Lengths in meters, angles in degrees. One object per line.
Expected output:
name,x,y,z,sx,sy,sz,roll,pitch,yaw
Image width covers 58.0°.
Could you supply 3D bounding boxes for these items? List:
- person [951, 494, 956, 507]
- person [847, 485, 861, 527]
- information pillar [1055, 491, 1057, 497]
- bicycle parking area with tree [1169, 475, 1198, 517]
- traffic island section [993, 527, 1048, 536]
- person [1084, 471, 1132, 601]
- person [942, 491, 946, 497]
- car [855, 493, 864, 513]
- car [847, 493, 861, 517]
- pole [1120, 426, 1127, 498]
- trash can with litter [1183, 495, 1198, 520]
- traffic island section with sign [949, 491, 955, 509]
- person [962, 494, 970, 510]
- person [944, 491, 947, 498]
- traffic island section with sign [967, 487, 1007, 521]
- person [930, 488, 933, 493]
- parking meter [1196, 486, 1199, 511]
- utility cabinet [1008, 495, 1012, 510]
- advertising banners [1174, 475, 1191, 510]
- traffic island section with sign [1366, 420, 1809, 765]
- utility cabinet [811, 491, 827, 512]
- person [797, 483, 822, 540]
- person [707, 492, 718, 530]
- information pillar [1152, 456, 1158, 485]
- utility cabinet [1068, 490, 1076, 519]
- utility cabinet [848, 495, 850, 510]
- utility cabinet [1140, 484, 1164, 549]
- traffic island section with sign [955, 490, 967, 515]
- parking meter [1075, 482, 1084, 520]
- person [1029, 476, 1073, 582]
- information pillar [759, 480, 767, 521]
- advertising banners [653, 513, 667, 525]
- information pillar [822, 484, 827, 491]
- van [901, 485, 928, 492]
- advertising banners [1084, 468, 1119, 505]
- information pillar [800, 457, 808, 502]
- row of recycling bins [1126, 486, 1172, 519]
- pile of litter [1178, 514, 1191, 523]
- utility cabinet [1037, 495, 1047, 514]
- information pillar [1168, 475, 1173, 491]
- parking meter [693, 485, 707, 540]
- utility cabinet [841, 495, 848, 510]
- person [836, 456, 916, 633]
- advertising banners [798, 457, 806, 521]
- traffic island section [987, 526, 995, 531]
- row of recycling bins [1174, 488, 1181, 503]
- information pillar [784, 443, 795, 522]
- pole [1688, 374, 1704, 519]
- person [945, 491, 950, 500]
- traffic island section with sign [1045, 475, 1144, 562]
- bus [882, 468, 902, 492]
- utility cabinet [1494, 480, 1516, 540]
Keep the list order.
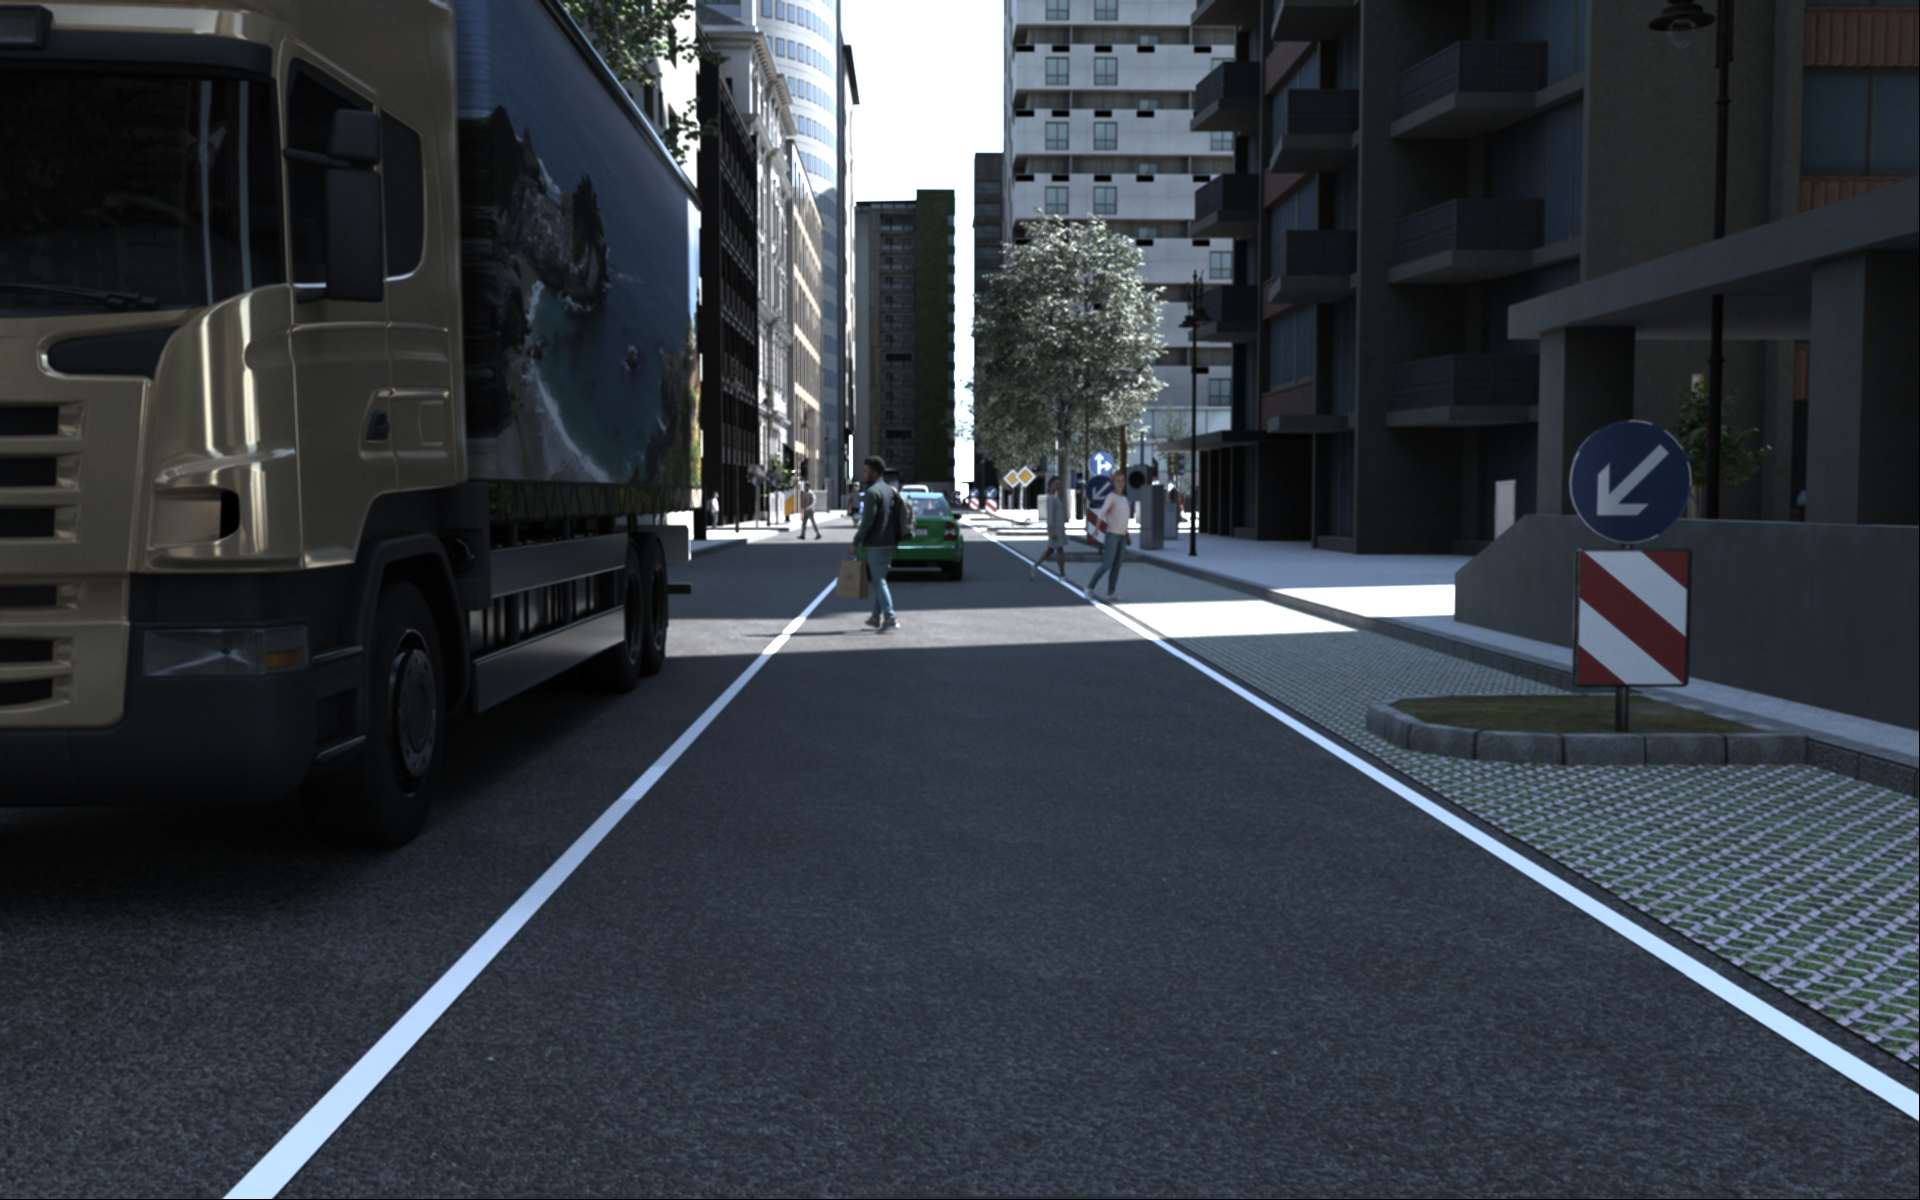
person,-0.572,-10.879,189.589,0.991,1.433,0.599,1,4,21
person,-4.593,-4.037,74.694,0.709,1.800,0.728,-1,4,-8
information pillar,4.969,-5.207,89.627,0.304,2.012,0.304,3,5,44
bicycle parking area with tree,14.246,-6.647,95.680,8.231,4.147,9.016,0,4,2
traffic island section,2.280,-2.306,59.992,2.009,0.180,2.903,0,4,-1
person,1.923,-0.850,23.065,0.598,1.740,0.731,2,4,25
person,-1.621,-9.425,163.046,0.568,1.767,0.683,-1,4,-19
car,-5.239,-5.545,100.254,1.945,1.707,3.694,0,4,-3
car,-6.153,-6.266,111.481,2.155,1.783,4.494,0,4,-1
pole,4.906,-3.558,52.019,0.158,3.312,0.155,0,3,0
trash can with litter,11.827,-4.610,86.439,2.233,1.210,1.678,1,4,21
traffic island section with sign,-0.296,-9.852,169.701,1.989,1.847,2.006,0,4,-1
person,0.589,-8.761,154.929,0.799,1.438,0.628,0,4,1
person,-1.944,-12.268,209.086,0.705,1.823,1.348,2,4,33
traffic island section with sign,1.515,-5.136,92.596,1.989,1.847,2.006,0,4,-1
person,-1.957,-6.648,117.224,0.581,1.822,0.654,0,4,7
parking meter,16.795,-7.082,121.502,0.399,1.863,0.255,-1,4,-10
utility cabinet,4.051,-7.962,141.343,0.306,1.237,1.020,0,4,0
advertising banners,17.819,-8.745,139.164,2.074,3.025,0.090,-3,4,-38
traffic island section with sign,3.463,-0.087,10.044,1.989,1.847,2.006,0,4,-1
utility cabinet,-9.640,-6.744,118.941,1.173,1.500,0.318,0,4,2
person,-4.739,-2.798,54.526,0.850,1.792,0.678,-3,4,-38
person,-8.811,-3.127,62.221,0.523,1.515,0.503,-3,4,-38
information pillar,12.122,-7.110,107.609,0.183,3.616,0.504,-3,4,-37
utility cabinet,5.890,-4.912,88.998,0.318,1.500,1.173,2,4,32
utility cabinet,-9.103,-7.995,141.884,0.306,1.237,1.020,1,4,15
utility cabinet,4.454,-1.931,40.254,0.318,1.500,1.173,1,4,20
traffic island section with sign,0.855,-6.824,120.208,1.989,1.847,2.006,0,4,-1
parking meter,5.857,-4.829,84.666,0.399,1.863,0.255,3,4,38
person,1.503,-1.164,28.274,0.760,1.731,0.466,-2,4,-26
information pillar,-9.371,-4.779,82.631,0.304,2.012,0.304,2,4,27
advertising banners,-6.895,-2.692,40.208,0.090,3.025,2.074,0,4,3
information pillar,-10.070,-7.613,128.968,0.304,2.012,0.304,2,4,31
van,-2.260,-4.828,85.956,2.013,2.044,4.112,0,4,-1
advertising banners,8.074,-6.277,98.811,2.074,3.025,0.090,1,4,8
information pillar,-9.945,-7.295,110.627,0.504,3.616,0.183,-1,4,-20
row of recycling bins,9.007,-5.016,89.121,3.534,1.692,1.069,-1,4,-12
pile of litter,9.447,-3.878,77.363,1.719,0.858,1.176,2,4,35
utility cabinet,5.334,-6.021,109.609,0.306,1.237,1.020,-3,5,-41
information pillar,17.294,-9.238,142.391,0.183,3.616,0.504,3,5,41
parking meter,-7.261,-2.442,48.337,0.372,1.533,0.369,0,3,0
utility cabinet,-9.488,-7.919,140.642,0.306,1.237,1.020,0,4,-1
person,-0.885,-0.577,17.920,0.794,1.824,0.713,-3,5,-44
advertising banners,-7.631,-5.354,83.729,0.090,3.025,2.074,0,4,5
traffic island section,2.092,-2.795,67.975,2.009,0.180,2.903,0,4,-1
row of recycling bins,13.069,-6.655,115.929,3.534,1.692,1.069,2,4,23
information pillar,-7.868,-5.405,79.723,0.504,3.616,0.183,-1,4,-9
pole,12.535,-2.182,29.516,0.158,3.312,0.155,0,3,0
person,-1.778,-12.698,216.092,1.348,1.826,0.705,1,4,19
traffic island section with sign,2.828,-1.735,36.991,1.989,1.847,2.006,0,4,-1
bus,-7.005,-10.659,165.823,2.896,3.916,12.252,0,4,-2
utility cabinet,8.488,-1.122,27.028,0.318,1.500,1.173,1,4,18
